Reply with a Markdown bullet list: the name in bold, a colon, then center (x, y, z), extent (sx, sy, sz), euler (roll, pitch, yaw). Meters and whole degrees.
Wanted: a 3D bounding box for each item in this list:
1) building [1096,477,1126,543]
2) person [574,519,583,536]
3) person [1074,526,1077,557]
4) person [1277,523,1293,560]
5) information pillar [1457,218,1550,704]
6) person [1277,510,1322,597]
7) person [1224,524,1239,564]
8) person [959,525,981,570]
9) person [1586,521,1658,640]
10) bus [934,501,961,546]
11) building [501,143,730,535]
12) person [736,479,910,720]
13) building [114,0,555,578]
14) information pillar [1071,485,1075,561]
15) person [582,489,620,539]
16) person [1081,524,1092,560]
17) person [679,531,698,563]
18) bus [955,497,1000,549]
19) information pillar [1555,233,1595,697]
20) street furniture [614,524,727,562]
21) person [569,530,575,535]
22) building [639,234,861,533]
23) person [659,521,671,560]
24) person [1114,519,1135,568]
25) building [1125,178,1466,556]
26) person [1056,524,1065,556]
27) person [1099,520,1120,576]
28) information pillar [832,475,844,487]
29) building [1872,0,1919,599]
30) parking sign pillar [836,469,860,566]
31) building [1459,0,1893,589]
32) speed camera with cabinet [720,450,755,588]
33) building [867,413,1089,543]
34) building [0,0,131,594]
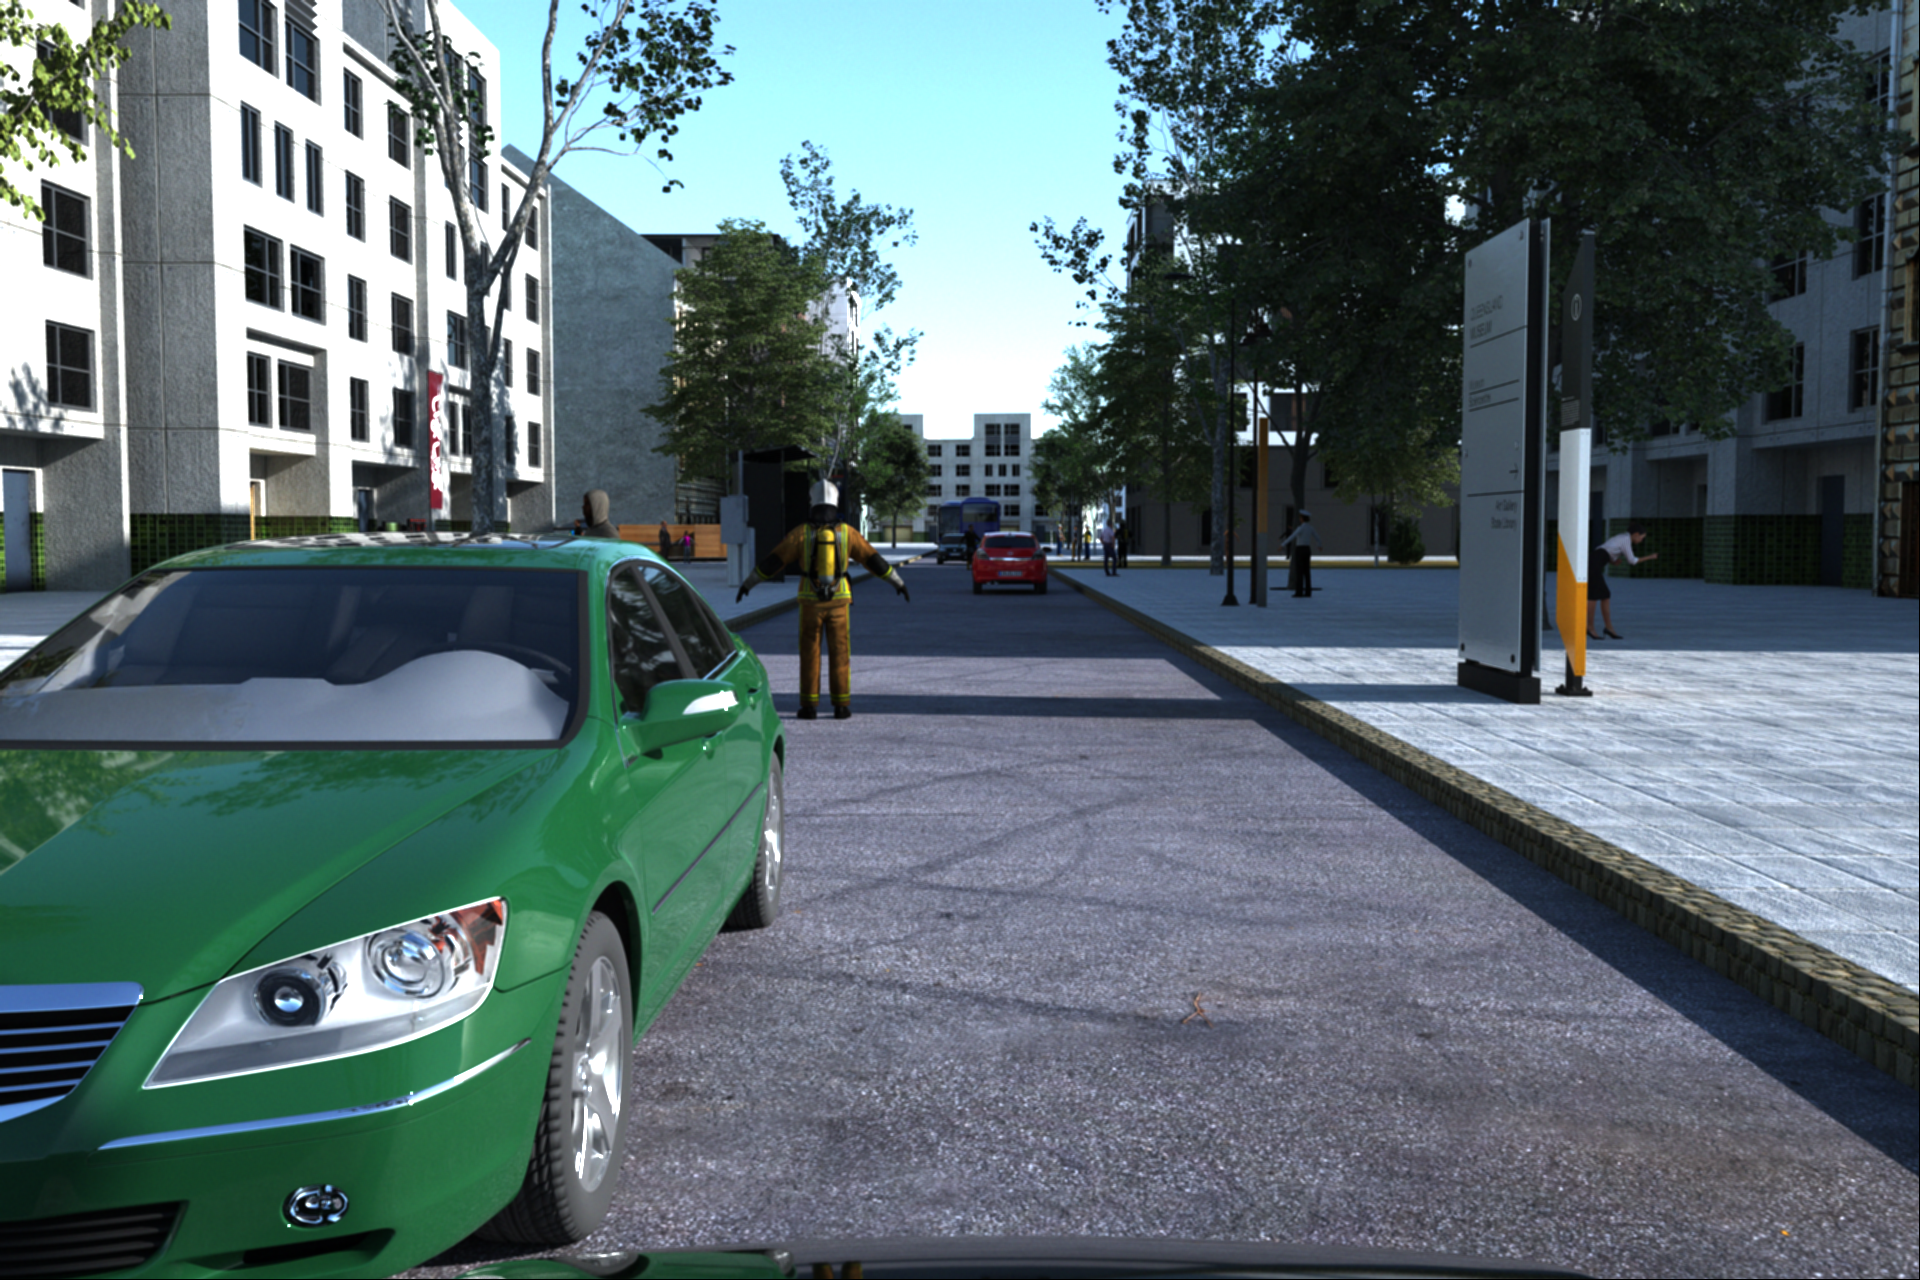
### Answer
- **building**: center (24.034, -18.103, 238.123), extent (9.099, 9.664, 28.070), euler (0, 4, 1)
- **person**: center (-13.412, -3.330, 60.669), extent (0.705, 1.803, 1.348), euler (-2, 4, -33)
- **person**: center (6.511, -5.548, 97.425), extent (0.721, 1.740, 1.216), euler (1, 4, 8)
- **person**: center (16.667, -4.985, 87.443), extent (1.347, 1.837, 0.705), euler (-1, 4, -17)
- **information pillar**: center (4.296, -1.373, 13.760), extent (0.184, 3.620, 1.656), euler (0, 4, 0)
- **person**: center (6.931, -1.759, 35.219), extent (1.216, 1.778, 0.721), euler (-2, 4, -34)
- **person**: center (11.337, -4.067, 73.298), extent (1.217, 1.733, 0.721), euler (-2, 4, -27)
- **person**: center (0.460, -3.707, 69.200), extent (1.346, 1.812, 0.704), euler (-2, 4, -35)
- **person**: center (7.982, -0.725, 21.083), extent (0.799, 1.438, 0.628), euler (-2, 4, -31)
- **bus**: center (-0.362, -8.677, 133.419), extent (2.896, 3.916, 12.251), euler (0, 4, 1)
- **building**: center (-25.084, -16.888, 107.043), extent (19.493, 23.208, 18.063), euler (0, 4, 1)
- **person**: center (-1.055, -0.320, 13.452), extent (1.354, 1.858, 0.705), euler (-1, 4, -8)
- **building**: center (-25.311, -11.563, 55.511), extent (16.747, 18.905, 31.486), euler (0, 4, 1)
- **information pillar**: center (5.399, -5.584, 82.654), extent (0.183, 3.616, 0.504), euler (0, 4, -1)
- **person**: center (-3.129, -0.383, 14.845), extent (0.705, 1.813, 1.348), euler (-2, 4, -35)
- **person**: center (6.198, -4.829, 85.410), extent (0.721, 1.772, 1.216), euler (-2, 4, -24)
- **person**: center (-11.915, -4.068, 75.782), extent (0.991, 1.433, 0.599), euler (-3, 5, -44)
- **bus**: center (1.188, -7.603, 115.863), extent (2.896, 3.916, 12.251), euler (0, 4, -1)
- **information pillar**: center (4.897, -1.372, 13.790), extent (0.183, 3.616, 0.504), euler (0, 4, 1)
- **street furniture**: center (-12.352, -4.657, 82.988), extent (9.812, 1.723, 11.010), euler (-1, 4, -16)
- **person**: center (-20.506, -5.218, 91.445), extent (0.704, 1.817, 1.347), euler (1, 4, 11)
- **building**: center (-22.703, -17.773, 134.566), extent (27.936, 21.610, 32.646), euler (0, 4, 0)
- **person**: center (-10.686, -3.442, 62.876), extent (0.434, 1.755, 0.990), euler (1, 4, 10)
- **person**: center (6.152, -3.671, 65.800), extent (1.354, 1.856, 0.705), euler (-2, 4, -31)
- **building**: center (24.868, -16.647, 116.159), extent (27.936, 21.610, 32.646), euler (0, 4, 1)
- **person**: center (5.817, -5.818, 100.979), extent (0.705, 1.847, 1.347), euler (-1, 4, -17)
- **person**: center (4.594, -2.811, 52.941), extent (0.436, 1.711, 0.756), euler (-1, 4, -23)
- **information pillar**: center (-5.323, -5.330, 76.528), extent (0.750, 3.857, 0.750), euler (0, 4, 1)
- **building**: center (27.773, -11.904, 25.568), extent (19.493, 23.208, 18.063), euler (0, 4, 1)
- **parking sign pillar**: center (-4.844, -5.044, 70.947), extent (1.447, 3.967, 1.447), euler (0, 4, 1)
- **building**: center (27.756, -11.298, 51.181), extent (16.747, 18.905, 31.486), euler (0, 4, 0)
- **speed camera with cabinet**: center (-5.363, -2.899, 41.741), extent (0.660, 3.252, 2.038), euler (0, 4, 1)
- **building**: center (3.080, -23.918, 259.971), extent (31.486, 18.905, 16.747), euler (0, 4, 8)
- **building**: center (-27.105, -9.568, 22.900), extent (16.747, 18.905, 31.486), euler (0, 3, 0)
